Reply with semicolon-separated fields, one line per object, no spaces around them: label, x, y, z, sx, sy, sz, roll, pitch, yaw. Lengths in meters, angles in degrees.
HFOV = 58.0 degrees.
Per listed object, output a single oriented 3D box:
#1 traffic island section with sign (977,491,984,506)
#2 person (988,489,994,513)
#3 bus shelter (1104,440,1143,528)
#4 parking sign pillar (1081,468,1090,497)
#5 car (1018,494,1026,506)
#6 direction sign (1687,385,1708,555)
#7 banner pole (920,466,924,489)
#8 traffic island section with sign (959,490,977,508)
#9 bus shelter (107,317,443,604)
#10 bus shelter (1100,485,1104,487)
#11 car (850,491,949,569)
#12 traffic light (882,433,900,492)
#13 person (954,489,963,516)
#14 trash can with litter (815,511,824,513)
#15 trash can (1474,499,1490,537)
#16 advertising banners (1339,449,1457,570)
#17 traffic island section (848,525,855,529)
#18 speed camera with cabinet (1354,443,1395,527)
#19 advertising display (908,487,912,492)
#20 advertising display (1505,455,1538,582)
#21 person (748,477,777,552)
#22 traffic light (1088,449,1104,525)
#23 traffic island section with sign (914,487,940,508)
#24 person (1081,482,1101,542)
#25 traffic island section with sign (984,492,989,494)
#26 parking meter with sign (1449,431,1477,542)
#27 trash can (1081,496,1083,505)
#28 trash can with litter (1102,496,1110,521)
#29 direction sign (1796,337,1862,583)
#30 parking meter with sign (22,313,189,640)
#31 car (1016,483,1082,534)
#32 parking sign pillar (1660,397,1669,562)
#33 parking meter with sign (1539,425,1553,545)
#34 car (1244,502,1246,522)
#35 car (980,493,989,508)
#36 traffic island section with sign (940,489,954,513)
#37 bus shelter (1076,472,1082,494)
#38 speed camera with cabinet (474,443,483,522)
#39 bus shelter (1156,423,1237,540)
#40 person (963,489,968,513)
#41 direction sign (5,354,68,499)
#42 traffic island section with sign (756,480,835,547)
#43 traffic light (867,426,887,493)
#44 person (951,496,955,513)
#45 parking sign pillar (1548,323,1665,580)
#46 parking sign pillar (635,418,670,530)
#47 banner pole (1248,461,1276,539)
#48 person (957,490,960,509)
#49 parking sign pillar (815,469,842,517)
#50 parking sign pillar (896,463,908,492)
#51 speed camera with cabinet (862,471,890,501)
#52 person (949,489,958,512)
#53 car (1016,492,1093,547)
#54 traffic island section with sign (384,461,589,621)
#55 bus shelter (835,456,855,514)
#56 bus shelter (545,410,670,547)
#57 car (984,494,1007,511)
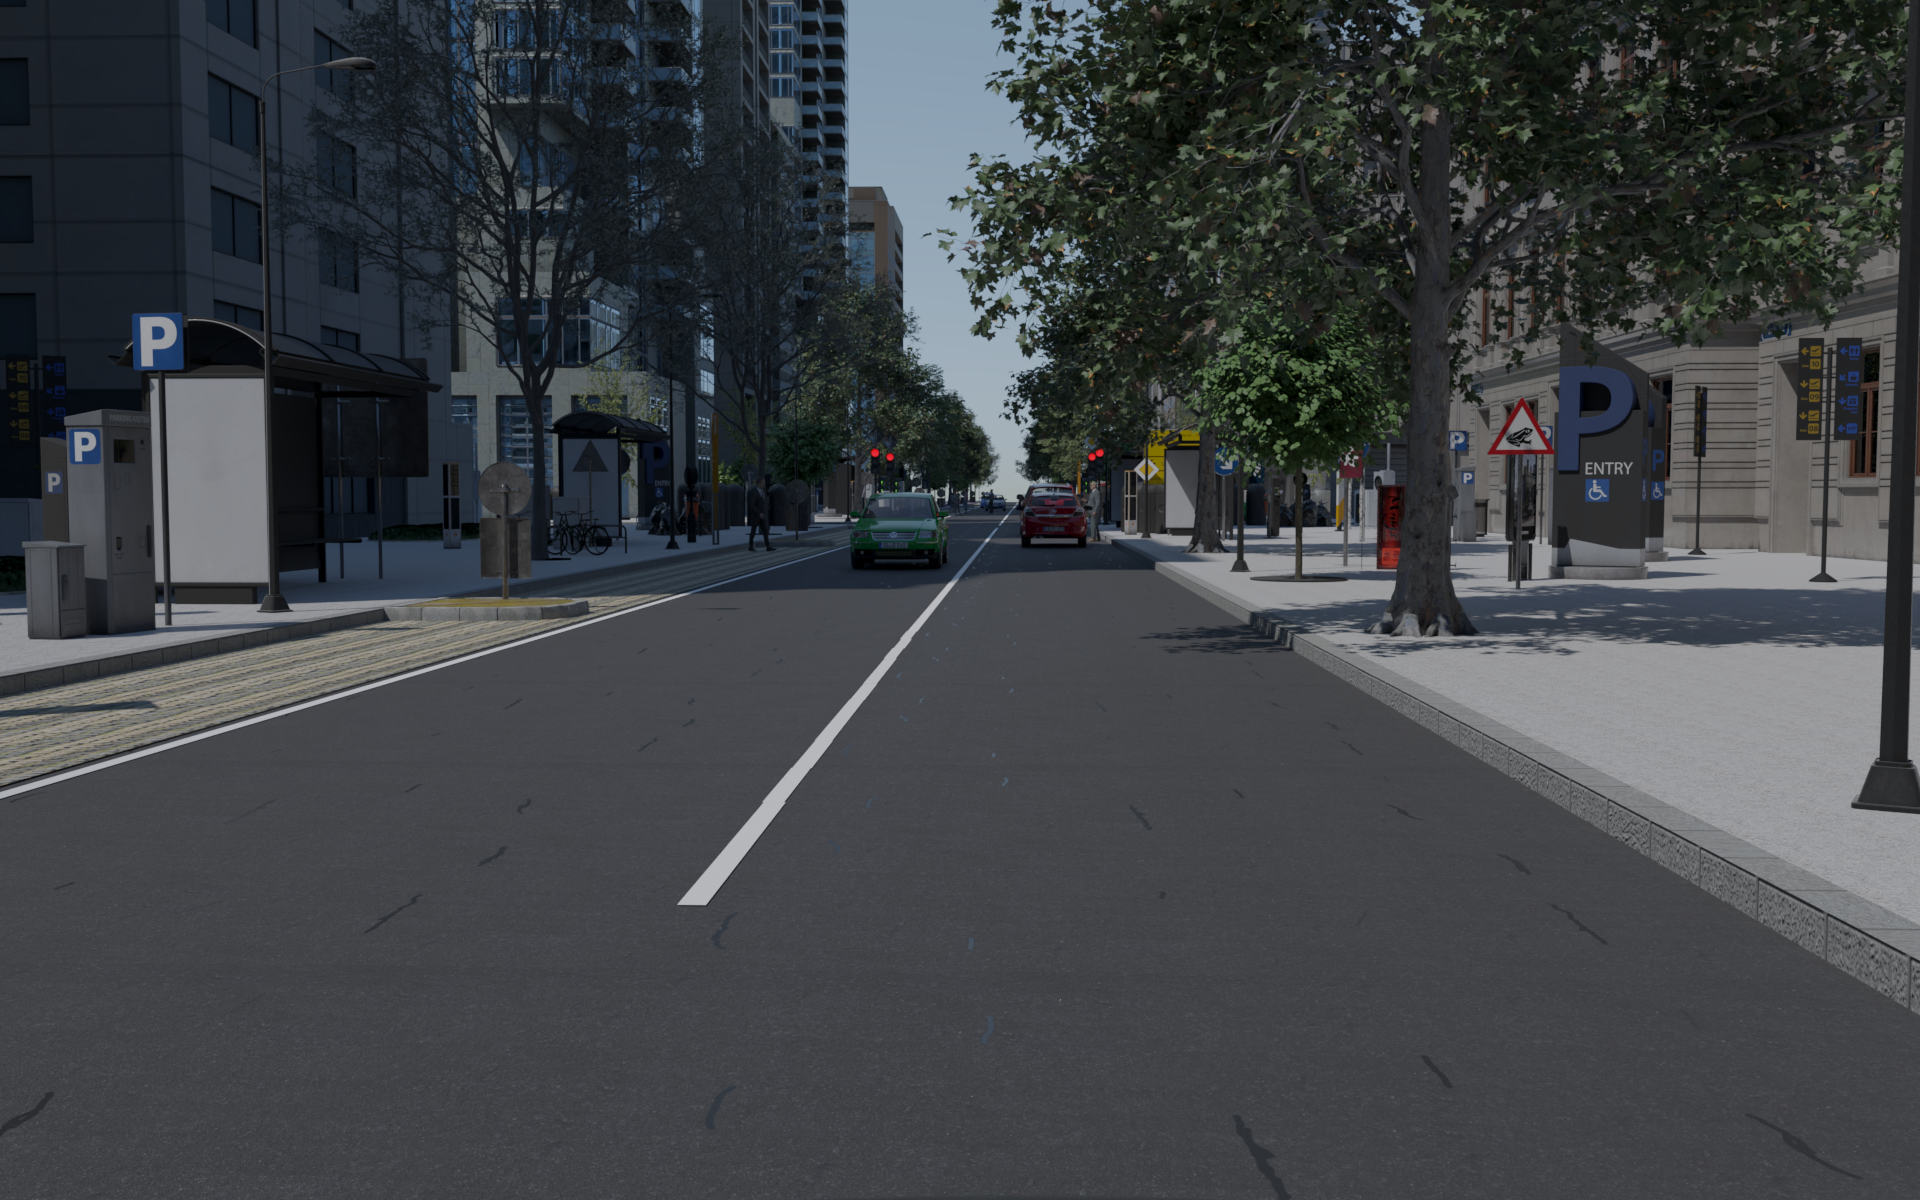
traffic island section with sign;1.537;-12.092;206.333;1.989;1.847;2.006;0;4;2
person;2.312;-7.384;129.412;0.473;1.802;0.592;2;4;23
bus shelter;6.408;-4.264;63.643;2.014;3.302;5.546;0;4;2
parking sign pillar;10.032;-8.976;135.229;1.447;3.967;1.447;-3;5;-39
car;7.448;-11.306;194.636;2.009;1.686;4.222;0;4;3
direction sign;15.566;-2.720;36.470;0.379;3.537;0.876;3;4;37
banner pole;-3.066;-9.134;139.363;0.401;3.779;0.863;-2;4;-24
traffic island section with sign;0.513;-10.436;179.252;1.989;1.847;2.006;0;4;2
bus shelter;-8.644;-1.754;22.599;2.014;3.302;5.546;0;4;2
bus shelter;9.384;-7.259;109.970;1.731;3.624;6.357;0;4;2
car;-1.180;-1.587;34.740;1.959;1.807;4.718;0;4;2
traffic light;-3.176;-5.559;79.805;0.839;4.253;0.868;0;4;2
person;-0.115;-6.491;114.903;0.573;1.790;0.520;0;4;3
trash can with litter;-10.395;-6.691;120.463;1.678;1.210;2.233;-3;5;-42
trash can;15.460;-2.455;51.793;0.748;1.137;0.748;0;3;0
advertising banners;7.340;-2.024;29.287;2.074;3.025;0.090;1;4;9
traffic island section;-3.515;-3.039;71.962;2.009;0.180;2.903;0;4;2
speed camera with cabinet;16.257;-4.502;67.948;0.660;3.252;2.038;-1;4;-19
advertising display;-4.308;-8.191;139.138;0.974;1.923;0.123;1;4;19
advertising display;8.306;-1.249;25.638;0.123;1.923;0.974;3;4;37
person;-4.918;-2.116;42.881;0.755;1.850;0.659;2;4;29
traffic light;5.730;-5.051;71.497;0.839;4.253;0.868;0;4;2
traffic island section with sign;-2.357;-5.762;102.830;1.989;1.847;2.006;0;4;2
person;3.985;-2.677;52.452;0.590;1.801;0.661;-1;4;-10
traffic island section with sign;3.584;-15.448;261.200;1.989;1.847;2.006;0;4;2
parking meter with sign;13.630;-3.096;46.880;0.543;3.016;1.738;0;4;2
trash can;8.587;-6.551;118.768;0.748;1.137;0.748;0;3;0
trash can with litter;7.233;-4.315;81.935;1.055;1.170;0.624;1;4;14
direction sign;12.595;-2.029;25.165;0.876;3.537;0.379;0;4;4
parking meter with sign;-7.874;-1.207;15.988;0.543;3.016;1.738;1;4;11
car;3.114;-3.145;60.092;2.281;1.827;5.304;0;4;0
parking sign pillar;12.857;-2.736;33.205;1.447;3.967;1.447;-2;4;-28
parking meter with sign;15.078;-2.876;43.288;0.543;3.016;1.738;-1;4;-19
car;10.765;-4.145;76.570;4.718;1.807;1.959;0;4;0
car;2.979;-10.226;176.787;1.945;1.707;3.694;0;4;4
traffic island section with sign;-1.349;-7.409;129.767;1.989;1.847;2.006;0;4;2
bus shelter;11.042;-9.576;150.483;2.014;3.302;5.546;0;4;2
speed camera with cabinet;-19.105;-4.503;67.958;0.660;3.252;2.038;-1;4;-12
bus shelter;6.919;-3.458;50.465;2.014;3.302;5.546;0;4;2
person;0.414;-7.429;129.978;0.388;1.821;0.555;-2;4;-32
direction sign;-15.032;-2.219;28.276;0.876;3.537;0.379;-3;4;-36
traffic island section with sign;-4.446;-2.364;47.279;1.989;1.847;2.006;0;4;2
traffic light;-3.475;-5.071;71.825;0.839;4.253;0.868;0;4;2
person;-0.417;-7.122;127.537;0.503;1.515;0.523;-1;4;-15
parking sign pillar;9.754;-2.318;26.373;1.447;3.967;1.447;2;4;32
parking sign pillar;-10.892;-4.493;61.938;1.447;3.967;1.447;3;5;42
banner pole;8.728;-3.669;50.008;0.863;3.779;0.401;2;4;27
person;-0.221;-9.384;161.951;0.705;1.821;1.348;0;4;-6
parking sign pillar;-7.311;-6.631;96.895;1.447;3.967;1.447;-1;4;-16
parking sign pillar;-4.661;-8.830;132.845;1.447;3.967;1.447;-1;4;-22
speed camera with cabinet;-5.101;-6.886;106.914;2.038;3.252;0.660;-2;4;-34
person;-0.532;-7.664;133.784;0.713;1.824;0.794;-1;4;-21
car;2.615;-2.387;48.072;2.155;1.783;4.494;0;4;3
traffic island section with sign;-5.463;-0.716;20.343;1.989;1.847;2.006;0;4;2
bus shelter;-6.984;-7.165;108.430;1.731;3.624;6.357;0;4;2
bus shelter;-8.941;-3.103;44.658;2.014;3.302;5.546;0;4;2
car;3.041;-8.321;148.053;2.014;1.417;4.499;0;4;2
